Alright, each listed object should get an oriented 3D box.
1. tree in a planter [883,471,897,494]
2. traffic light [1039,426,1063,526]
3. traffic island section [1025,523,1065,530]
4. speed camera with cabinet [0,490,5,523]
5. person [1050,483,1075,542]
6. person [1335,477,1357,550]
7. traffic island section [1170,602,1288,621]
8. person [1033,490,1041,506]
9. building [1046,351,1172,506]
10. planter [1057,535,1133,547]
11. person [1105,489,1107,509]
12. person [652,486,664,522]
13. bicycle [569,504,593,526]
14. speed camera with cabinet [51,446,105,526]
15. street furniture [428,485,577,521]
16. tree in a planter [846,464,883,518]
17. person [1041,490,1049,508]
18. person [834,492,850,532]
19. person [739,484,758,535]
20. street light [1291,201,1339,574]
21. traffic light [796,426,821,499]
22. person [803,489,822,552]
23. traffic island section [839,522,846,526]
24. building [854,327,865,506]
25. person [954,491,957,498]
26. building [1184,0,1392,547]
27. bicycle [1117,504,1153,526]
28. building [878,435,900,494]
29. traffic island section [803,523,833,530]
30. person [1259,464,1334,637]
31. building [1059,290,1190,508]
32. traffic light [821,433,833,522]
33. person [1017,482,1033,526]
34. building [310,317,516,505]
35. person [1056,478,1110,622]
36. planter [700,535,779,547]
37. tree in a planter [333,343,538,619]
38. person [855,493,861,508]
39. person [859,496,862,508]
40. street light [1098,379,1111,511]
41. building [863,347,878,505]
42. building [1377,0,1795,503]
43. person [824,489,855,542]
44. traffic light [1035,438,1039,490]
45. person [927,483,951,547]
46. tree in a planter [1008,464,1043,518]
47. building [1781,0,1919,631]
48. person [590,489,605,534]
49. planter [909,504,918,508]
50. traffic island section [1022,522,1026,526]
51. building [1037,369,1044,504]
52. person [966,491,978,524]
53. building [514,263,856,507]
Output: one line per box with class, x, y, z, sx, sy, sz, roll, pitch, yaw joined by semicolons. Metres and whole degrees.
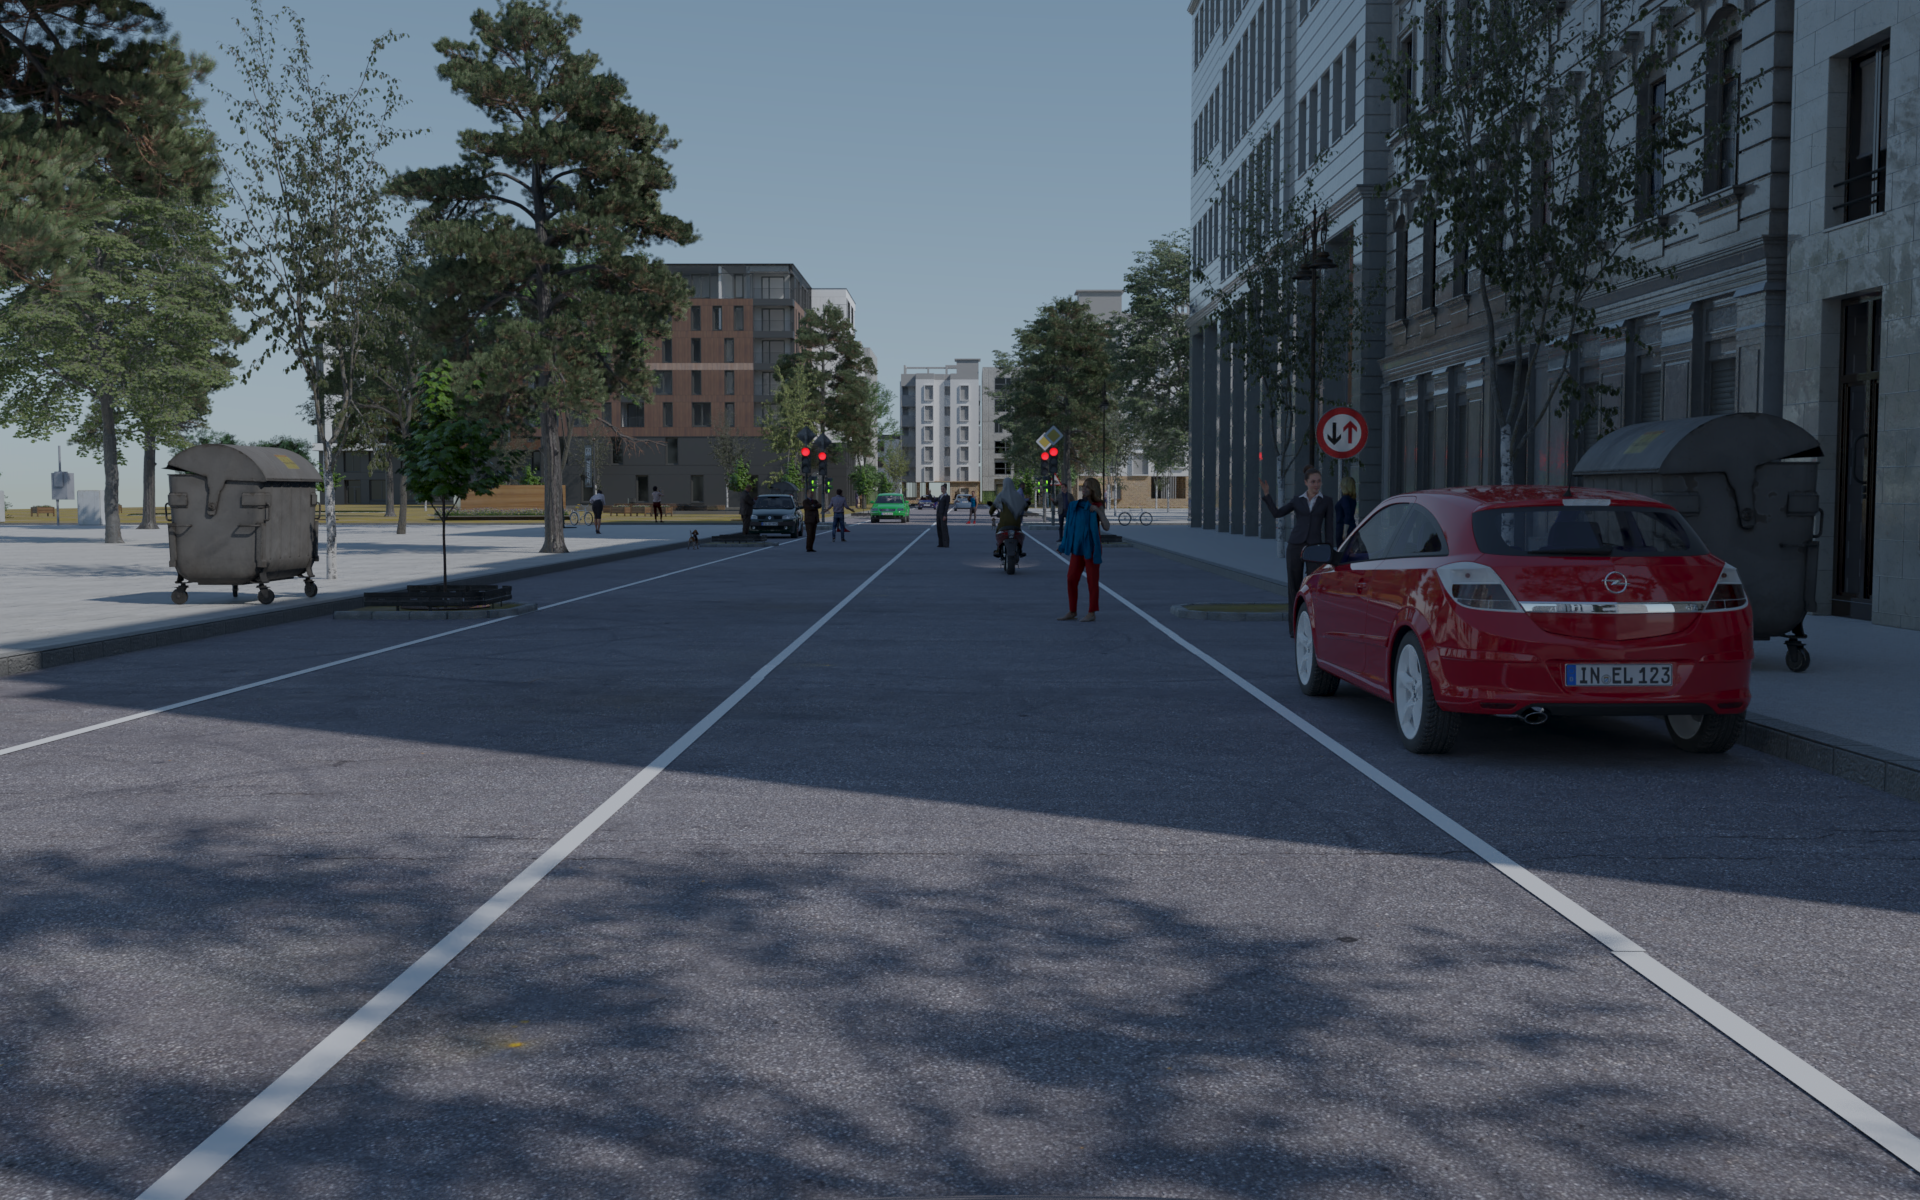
tree in a planter;-5.605;-8.107;129.770;1.991;3.239;1.994;0;4;0
traffic light;3.757;-4.946;70.113;0.839;4.213;0.868;0;4;0
traffic island section;3.797;-2.932;70.225;2.009;0.180;2.903;0;4;0
speed camera with cabinet;-44.182;-5.110;77.884;2.038;3.252;0.660;-1;4;-8
person;3.075;-2.618;51.837;0.617;1.759;0.750;2;4;25
person;5.210;-0.880;22.977;0.613;1.512;0.480;1;4;21
traffic island section;3.529;0.142;20.545;1.991;0.108;1.994;0;4;0
person;8.477;-11.163;189.384;1.217;1.723;0.721;-2;4;-33
building;18.210;-19.624;187.309;16.747;18.905;31.486;0;4;0
planter;3.677;-1.614;47.525;1.991;0.319;1.994;0;4;0
person;12.225;-8.485;145.707;0.436;1.711;0.756;0;4;-1
person;-13.649;-4.329;78.280;0.566;1.644;0.517;-2;4;-32
bicycle;-15.447;-3.506;70.548;1.543;0.972;0.635;3;5;39
speed camera with cabinet;-36.019;-4.679;70.841;2.038;3.252;0.660;0;4;3
street furniture;-23.945;-4.870;86.475;9.812;1.723;11.010;-1;4;-20
tree in a planter;-5.745;-6.459;102.827;1.991;3.239;1.994;0;4;0
person;7.776;-9.103;154.955;1.350;1.814;0.705;2;4;30
person;-4.485;-3.356;65.232;0.662;1.594;0.647;-1;4;-22
person;-6.619;-2.755;54.227;0.565;1.739;0.600;3;5;43
street light;5.647;-3.360;27.729;0.468;5.910;1.993;0;4;0
traffic light;-6.204;-4.948;70.149;0.839;4.213;0.868;0;4;0
person;-3.658;-1.969;42.964;0.482;1.546;0.388;-3;4;-39
traffic island section;-6.202;-3.424;78.268;2.009;0.180;2.903;0;4;0
building;-18.551;-20.588;193.029;16.016;20.091;11.380;0;4;0
person;-0.588;-11.938;204.200;0.721;1.766;1.217;-1;4;-11
building;14.152;-16.765;51.601;11.434;29.767;29.804;0;4;0
bicycle;7.073;-3.481;70.139;1.543;0.972;0.635;-1;4;-13
building;-22.518;-18.527;245.055;28.070;9.664;9.099;0;4;0
traffic island section;-6.244;-2.936;70.283;2.009;0.180;2.903;0;4;0
person;3.352;-0.481;17.171;0.742;1.727;0.445;-1;4;-16
building;17.358;-18.927;165.883;16.016;20.091;11.380;0;4;0
traffic light;-6.162;-5.437;78.134;0.839;4.213;0.868;0;4;0
person;2.225;-3.136;59.640;0.599;1.838;0.709;0;4;-7
building;-59.684;-22.593;213.364;32.646;21.610;27.936;0;4;0
person;1.384;-0.565;19.443;0.444;1.614;0.593;-2;4;-24
planter;-6.037;-1.626;47.725;1.991;0.319;1.994;0;4;0
tree in a planter;-6.182;-1.435;20.692;1.991;3.239;1.994;0;4;0
person;-9.148;-9.121;155.623;0.568;1.767;0.683;0;4;-3
person;-8.948;-9.223;156.932;0.705;1.812;1.348;0;4;-5
street light;5.795;-5.930;69.737;0.468;5.910;1.993;0;4;0
building;-26.531;-21.460;217.326;31.486;18.905;16.747;0;4;0
building;13.587;-10.911;27.542;9.793;20.994;18.267;0;4;0
person;-3.633;-2.544;52.061;0.963;1.587;0.435;0;4;-4
traffic light;3.799;-5.434;78.098;0.839;4.213;0.868;0;4;0
person;-0.591;-2.280;46.578;0.742;1.727;0.445;1;4;20
tree in a planter;3.974;-6.477;103.125;1.991;3.239;1.994;0;4;0
building;14.142;-9.497;10.029;10.420;20.320;16.860;0;4;0
person;-11.668;-2.861;56.012;0.628;1.438;0.799;-2;4;-33
planter;-5.189;-11.384;207.259;1.991;0.319;1.994;0;4;0
traffic island section;3.839;-3.421;78.210;2.009;0.180;2.903;0;4;0
building;17.795;-21.544;208.667;16.016;20.091;11.380;0;4;0
person;0.565;-4.466;83.392;0.647;1.594;0.662;2;4;29
building;-25.202;-19.931;169.852;27.936;21.610;32.646;0;4;0
